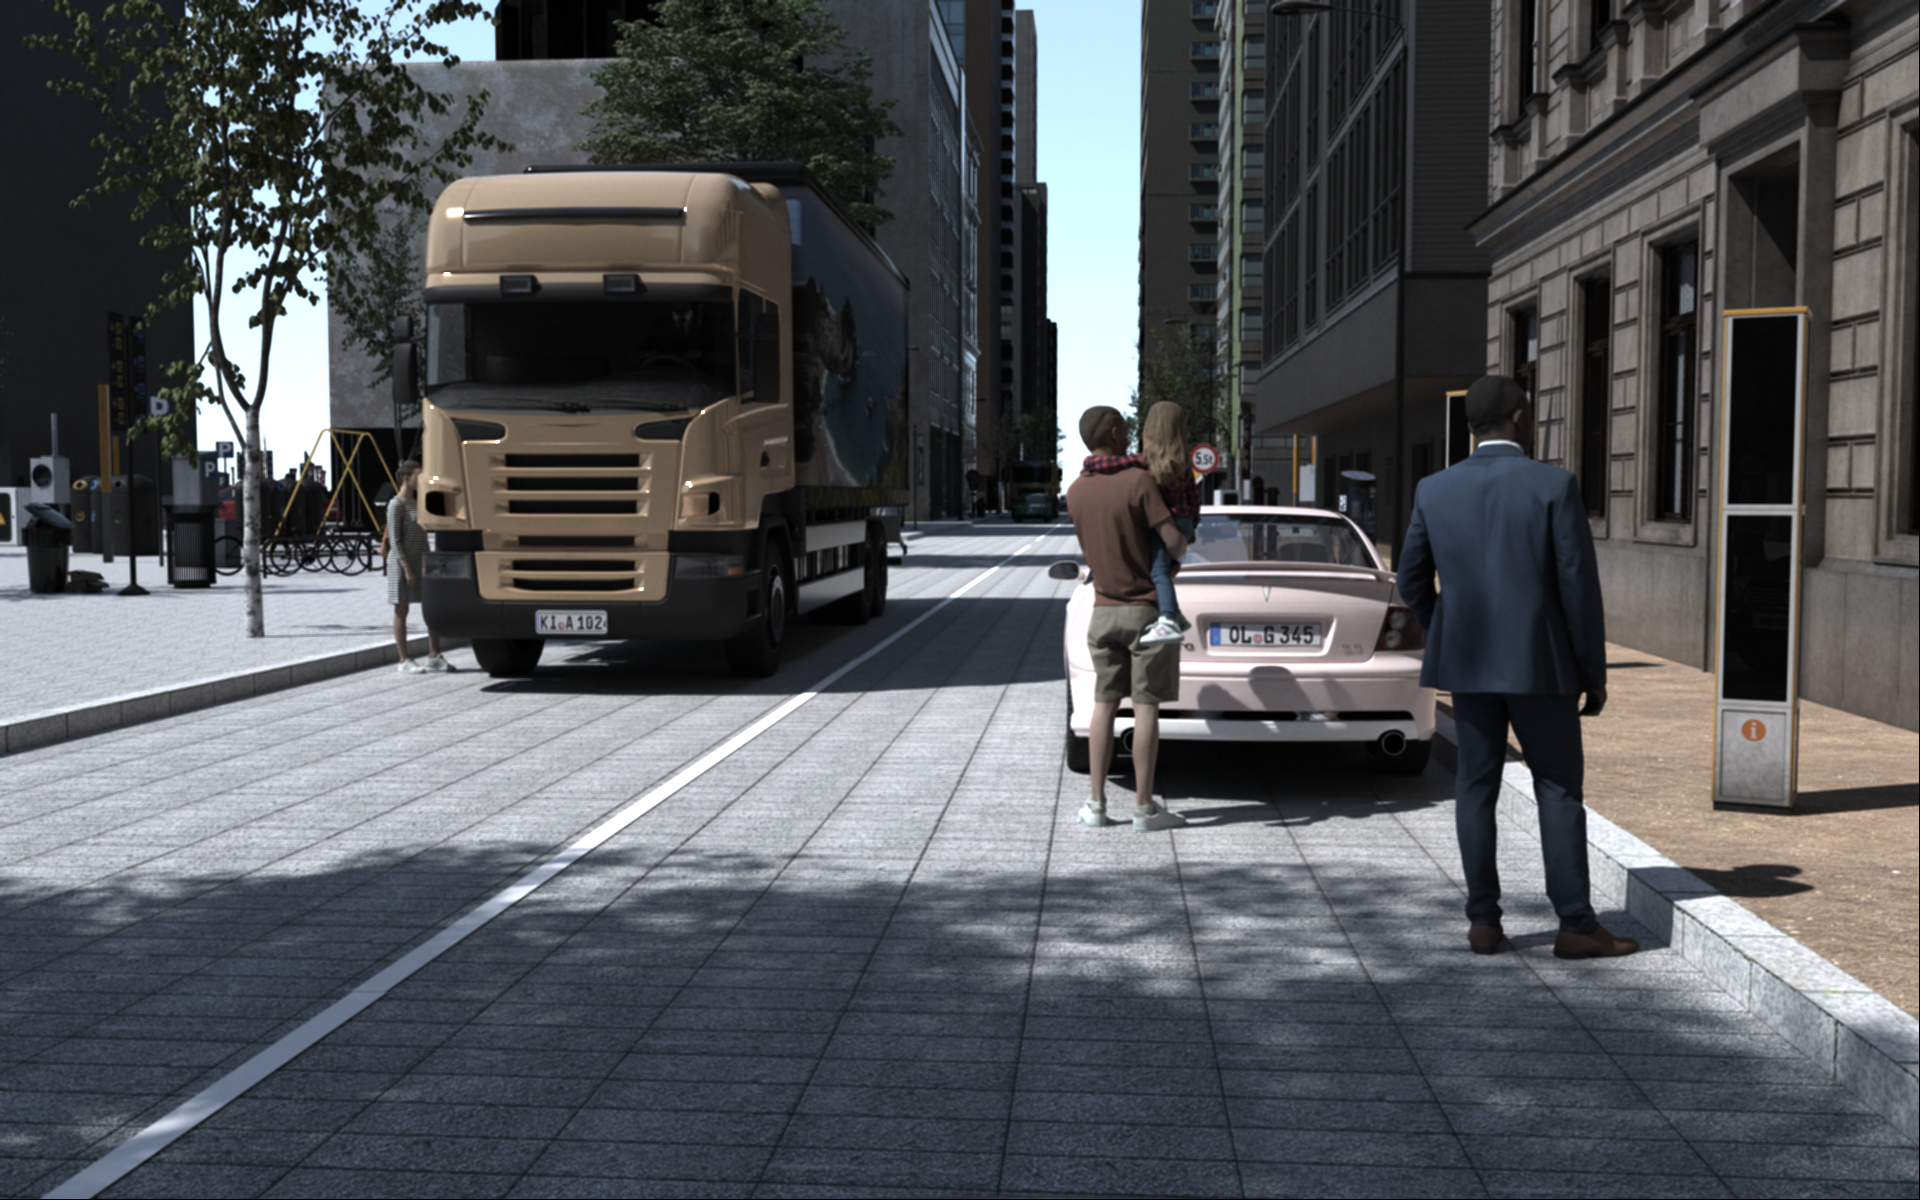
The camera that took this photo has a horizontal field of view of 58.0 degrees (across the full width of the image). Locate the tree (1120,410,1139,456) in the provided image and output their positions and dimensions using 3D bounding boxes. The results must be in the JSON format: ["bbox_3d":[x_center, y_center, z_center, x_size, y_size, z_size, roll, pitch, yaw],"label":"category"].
[{"bbox_3d":[21.373,-17.628,213.968,9.928,11.665,9.643,0,3,0],"label":"tree"}]

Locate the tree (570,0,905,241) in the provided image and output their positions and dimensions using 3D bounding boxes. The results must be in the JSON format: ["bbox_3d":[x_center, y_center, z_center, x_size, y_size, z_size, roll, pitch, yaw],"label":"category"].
[{"bbox_3d":[-4.597,-7.157,35.137,7.486,12.596,7.792,0,3,0],"label":"tree"}]

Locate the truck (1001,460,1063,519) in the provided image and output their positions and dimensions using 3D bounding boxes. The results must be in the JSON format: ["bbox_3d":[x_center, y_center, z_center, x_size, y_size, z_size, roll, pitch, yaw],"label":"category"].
[{"bbox_3d":[4.400,-6.458,101.514,3.469,3.379,9.791,0,4,5],"label":"truck"}]

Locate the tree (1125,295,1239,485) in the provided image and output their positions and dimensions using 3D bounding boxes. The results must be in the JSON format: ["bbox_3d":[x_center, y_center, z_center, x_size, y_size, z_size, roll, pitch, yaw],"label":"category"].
[{"bbox_3d":[8.321,-6.915,63.428,4.360,8.622,3.978,0,3,0],"label":"tree"}]

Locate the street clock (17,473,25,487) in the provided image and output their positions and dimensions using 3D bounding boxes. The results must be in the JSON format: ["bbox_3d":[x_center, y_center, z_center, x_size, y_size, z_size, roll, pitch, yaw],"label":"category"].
[{"bbox_3d":[-32.237,-3.359,59.490,0.358,2.002,0.471,-2,4,-28],"label":"street clock"}]

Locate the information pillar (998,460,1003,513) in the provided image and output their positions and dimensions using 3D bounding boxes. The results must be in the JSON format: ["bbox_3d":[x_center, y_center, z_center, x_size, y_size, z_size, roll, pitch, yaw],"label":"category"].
[{"bbox_3d":[2.774,-7.893,120.401,0.183,3.616,0.504,-2,4,-35],"label":"information pillar"}]

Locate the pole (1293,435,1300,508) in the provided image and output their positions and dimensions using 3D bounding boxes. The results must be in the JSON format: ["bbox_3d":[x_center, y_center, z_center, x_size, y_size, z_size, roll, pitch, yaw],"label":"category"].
[{"bbox_3d":[11.019,-3.846,56.728,0.158,3.312,0.155,0,3,0],"label":"pole"}]

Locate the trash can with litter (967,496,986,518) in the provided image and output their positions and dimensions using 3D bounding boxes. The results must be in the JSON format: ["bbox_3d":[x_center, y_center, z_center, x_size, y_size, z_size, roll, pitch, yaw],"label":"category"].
[{"bbox_3d":[0.902,-5.060,94.123,1.055,1.170,0.624,0,4,-2],"label":"trash can with litter"}]

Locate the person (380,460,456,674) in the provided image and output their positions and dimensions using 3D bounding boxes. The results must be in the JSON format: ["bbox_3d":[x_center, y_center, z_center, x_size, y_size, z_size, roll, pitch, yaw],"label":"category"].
[{"bbox_3d":[-4.394,-0.267,13.870,0.522,1.701,0.512,1,4,13],"label":"person"}]

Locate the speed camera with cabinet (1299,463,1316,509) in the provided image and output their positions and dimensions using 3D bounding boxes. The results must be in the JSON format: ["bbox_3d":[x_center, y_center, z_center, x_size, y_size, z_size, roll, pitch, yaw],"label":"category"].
[{"bbox_3d":[11.347,-3.667,54.291,0.660,3.252,2.038,3,4,38],"label":"speed camera with cabinet"}]

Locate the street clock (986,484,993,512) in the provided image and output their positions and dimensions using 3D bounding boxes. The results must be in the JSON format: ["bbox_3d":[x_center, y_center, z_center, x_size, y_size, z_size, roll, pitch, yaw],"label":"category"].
[{"bbox_3d":[2.122,-7.250,123.113,0.471,2.002,0.358,0,4,6],"label":"street clock"}]

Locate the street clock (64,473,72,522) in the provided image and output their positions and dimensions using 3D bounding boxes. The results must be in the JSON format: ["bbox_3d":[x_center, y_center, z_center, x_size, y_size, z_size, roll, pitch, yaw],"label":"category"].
[{"bbox_3d":[-30.212,-3.306,58.620,0.358,2.002,0.471,-3,5,-43],"label":"street clock"}]

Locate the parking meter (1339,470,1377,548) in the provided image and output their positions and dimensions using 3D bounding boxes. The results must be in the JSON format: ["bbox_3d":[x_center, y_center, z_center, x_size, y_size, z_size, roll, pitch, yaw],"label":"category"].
[{"bbox_3d":[4.087,-0.575,17.811,0.372,1.533,0.369,0,3,0],"label":"parking meter"}]

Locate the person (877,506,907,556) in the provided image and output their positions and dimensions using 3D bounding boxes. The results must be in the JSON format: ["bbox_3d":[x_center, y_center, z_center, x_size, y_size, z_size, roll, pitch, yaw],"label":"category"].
[{"bbox_3d":[-1.557,-1.914,39.675,0.818,1.842,0.514,3,5,42],"label":"person"}]

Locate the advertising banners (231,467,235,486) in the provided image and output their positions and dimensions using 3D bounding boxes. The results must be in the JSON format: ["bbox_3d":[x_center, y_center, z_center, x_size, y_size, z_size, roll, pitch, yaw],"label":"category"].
[{"bbox_3d":[-46.301,-7.026,111.061,0.090,3.025,2.074,0,4,0],"label":"advertising banners"}]

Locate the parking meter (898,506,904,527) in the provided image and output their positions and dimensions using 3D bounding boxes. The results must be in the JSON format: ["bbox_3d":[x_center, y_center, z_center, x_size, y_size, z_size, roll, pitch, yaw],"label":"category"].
[{"bbox_3d":[-2.335,-3.561,66.640,0.372,1.533,0.369,0,3,0],"label":"parking meter"}]

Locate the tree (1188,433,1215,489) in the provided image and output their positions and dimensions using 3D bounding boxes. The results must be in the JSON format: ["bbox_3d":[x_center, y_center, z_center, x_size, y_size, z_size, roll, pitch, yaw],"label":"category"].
[{"bbox_3d":[11.055,-6.155,84.354,4.285,4.588,4.351,0,3,0],"label":"tree"}]

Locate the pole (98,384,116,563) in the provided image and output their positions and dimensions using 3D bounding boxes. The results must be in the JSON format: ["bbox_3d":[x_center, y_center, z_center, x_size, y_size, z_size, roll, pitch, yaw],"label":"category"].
[{"bbox_3d":[-15.941,-2.354,32.329,0.158,3.312,0.155,0,3,0],"label":"pole"}]

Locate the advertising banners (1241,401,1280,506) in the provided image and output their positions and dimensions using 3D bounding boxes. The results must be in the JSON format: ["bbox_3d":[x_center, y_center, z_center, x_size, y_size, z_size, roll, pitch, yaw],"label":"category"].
[{"bbox_3d":[5.806,-2.287,33.574,0.090,3.025,2.074,2,4,31],"label":"advertising banners"}]

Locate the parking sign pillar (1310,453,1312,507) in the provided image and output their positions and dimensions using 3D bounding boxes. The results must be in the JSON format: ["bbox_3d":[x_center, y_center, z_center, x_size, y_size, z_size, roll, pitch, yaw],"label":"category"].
[{"bbox_3d":[16.625,-5.529,78.878,1.447,3.967,1.447,3,4,38],"label":"parking sign pillar"}]

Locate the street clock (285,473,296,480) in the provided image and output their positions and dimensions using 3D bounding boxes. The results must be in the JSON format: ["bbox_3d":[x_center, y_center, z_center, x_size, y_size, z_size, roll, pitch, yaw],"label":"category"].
[{"bbox_3d":[-23.316,-3.411,60.333,0.358,2.002,0.471,0,4,-3],"label":"street clock"}]

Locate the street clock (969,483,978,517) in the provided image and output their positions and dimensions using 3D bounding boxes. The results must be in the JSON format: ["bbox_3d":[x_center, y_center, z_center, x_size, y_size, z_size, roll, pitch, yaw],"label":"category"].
[{"bbox_3d":[0.744,-5.607,96.237,0.471,2.002,0.358,-1,4,-15],"label":"street clock"}]

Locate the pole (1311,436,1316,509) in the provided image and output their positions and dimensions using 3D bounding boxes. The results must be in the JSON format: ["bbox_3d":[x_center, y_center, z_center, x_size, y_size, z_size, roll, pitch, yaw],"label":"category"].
[{"bbox_3d":[12.530,-4.123,61.255,0.158,3.312,0.155,0,3,0],"label":"pole"}]

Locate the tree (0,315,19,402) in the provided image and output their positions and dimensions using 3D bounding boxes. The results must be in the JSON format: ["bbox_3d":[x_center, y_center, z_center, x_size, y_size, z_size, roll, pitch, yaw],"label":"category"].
[{"bbox_3d":[-27.459,-5.842,45.872,4.360,8.622,3.978,0,3,0],"label":"tree"}]

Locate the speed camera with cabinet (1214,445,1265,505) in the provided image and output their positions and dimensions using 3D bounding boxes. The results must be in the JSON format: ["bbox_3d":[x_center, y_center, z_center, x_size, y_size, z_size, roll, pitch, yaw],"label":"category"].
[{"bbox_3d":[11.269,-4.617,69.827,2.038,3.252,0.660,-1,4,-21],"label":"speed camera with cabinet"}]

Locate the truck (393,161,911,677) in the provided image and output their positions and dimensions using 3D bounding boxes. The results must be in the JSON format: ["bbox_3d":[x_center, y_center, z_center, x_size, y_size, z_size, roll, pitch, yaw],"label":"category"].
[{"bbox_3d":[-2.325,-1.719,17.012,2.839,4.237,11.283,0,4,5],"label":"truck"}]

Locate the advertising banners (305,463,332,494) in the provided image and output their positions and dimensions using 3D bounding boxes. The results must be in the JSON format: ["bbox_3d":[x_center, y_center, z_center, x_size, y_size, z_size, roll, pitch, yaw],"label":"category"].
[{"bbox_3d":[-35.644,-6.174,97.129,2.074,3.025,0.090,-2,4,-35],"label":"advertising banners"}]

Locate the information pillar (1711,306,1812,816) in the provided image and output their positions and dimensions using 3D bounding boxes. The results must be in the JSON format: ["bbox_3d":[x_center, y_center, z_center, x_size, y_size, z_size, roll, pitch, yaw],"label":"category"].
[{"bbox_3d":[3.248,-0.155,7.021,0.304,2.012,0.304,2,4,29],"label":"information pillar"}]

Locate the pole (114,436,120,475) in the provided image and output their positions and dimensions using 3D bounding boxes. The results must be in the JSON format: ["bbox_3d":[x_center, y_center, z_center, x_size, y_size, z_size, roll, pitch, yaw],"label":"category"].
[{"bbox_3d":[-29.698,-4.107,60.998,0.158,3.312,0.155,0,3,0],"label":"pole"}]

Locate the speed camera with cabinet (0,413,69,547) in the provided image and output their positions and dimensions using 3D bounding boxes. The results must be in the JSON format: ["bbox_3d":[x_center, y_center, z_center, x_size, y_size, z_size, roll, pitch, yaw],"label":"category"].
[{"bbox_3d":[-22.861,-2.941,42.417,2.038,3.252,0.660,1,4,14],"label":"speed camera with cabinet"}]

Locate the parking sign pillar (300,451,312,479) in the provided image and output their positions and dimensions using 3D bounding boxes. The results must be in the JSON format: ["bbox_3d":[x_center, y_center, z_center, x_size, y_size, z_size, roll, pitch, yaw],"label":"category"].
[{"bbox_3d":[-40.606,-7.289,107.649,1.447,3.967,1.447,-3,4,-36],"label":"parking sign pillar"}]

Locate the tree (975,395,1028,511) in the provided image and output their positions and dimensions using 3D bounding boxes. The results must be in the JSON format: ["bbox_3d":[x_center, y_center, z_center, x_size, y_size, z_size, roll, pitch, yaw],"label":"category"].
[{"bbox_3d":[2.975,-10.870,128.093,4.360,8.622,3.978,0,3,0],"label":"tree"}]

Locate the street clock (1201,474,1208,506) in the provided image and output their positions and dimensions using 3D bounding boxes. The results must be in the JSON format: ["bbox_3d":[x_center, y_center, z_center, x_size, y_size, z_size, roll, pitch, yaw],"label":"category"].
[{"bbox_3d":[8.197,-3.247,57.655,0.358,2.002,0.471,0,4,-3],"label":"street clock"}]

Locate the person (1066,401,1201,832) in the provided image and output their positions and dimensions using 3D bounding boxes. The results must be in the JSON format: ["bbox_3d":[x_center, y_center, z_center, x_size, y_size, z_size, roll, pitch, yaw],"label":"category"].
[{"bbox_3d":[0.767,0.061,7.470,0.580,1.828,0.573,0,4,-7],"label":"person"}]

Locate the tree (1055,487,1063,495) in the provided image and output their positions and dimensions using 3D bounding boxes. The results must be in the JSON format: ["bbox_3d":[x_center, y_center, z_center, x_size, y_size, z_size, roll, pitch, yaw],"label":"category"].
[{"bbox_3d":[14.644,-16.288,260.910,1.663,3.219,1.824,0,3,0],"label":"tree"}]

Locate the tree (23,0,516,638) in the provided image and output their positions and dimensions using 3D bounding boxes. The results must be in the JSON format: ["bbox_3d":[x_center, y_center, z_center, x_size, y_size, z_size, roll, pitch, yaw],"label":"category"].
[{"bbox_3d":[-6.278,-3.984,15.502,4.737,8.622,4.395,0,3,0],"label":"tree"}]

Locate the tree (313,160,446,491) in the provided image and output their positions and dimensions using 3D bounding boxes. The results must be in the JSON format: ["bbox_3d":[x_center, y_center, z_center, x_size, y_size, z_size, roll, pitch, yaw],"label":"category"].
[{"bbox_3d":[-12.108,-5.372,38.187,4.360,8.622,3.978,0,3,0],"label":"tree"}]

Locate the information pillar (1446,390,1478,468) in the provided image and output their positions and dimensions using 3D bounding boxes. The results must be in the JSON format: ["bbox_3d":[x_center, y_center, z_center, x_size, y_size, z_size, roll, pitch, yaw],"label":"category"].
[{"bbox_3d":[3.689,-0.485,12.420,0.304,2.012,0.304,-2,4,-23],"label":"information pillar"}]

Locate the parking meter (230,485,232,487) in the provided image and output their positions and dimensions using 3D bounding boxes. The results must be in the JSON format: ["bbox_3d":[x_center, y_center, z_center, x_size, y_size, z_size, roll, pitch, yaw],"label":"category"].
[{"bbox_3d":[-48.442,-6.672,114.798,0.399,1.863,0.255,1,4,22],"label":"parking meter"}]

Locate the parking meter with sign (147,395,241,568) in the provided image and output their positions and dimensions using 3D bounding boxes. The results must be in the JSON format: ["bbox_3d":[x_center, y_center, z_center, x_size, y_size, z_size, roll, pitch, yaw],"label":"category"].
[{"bbox_3d":[-13.376,-2.081,30.289,1.738,3.016,0.543,1,4,22],"label":"parking meter with sign"}]

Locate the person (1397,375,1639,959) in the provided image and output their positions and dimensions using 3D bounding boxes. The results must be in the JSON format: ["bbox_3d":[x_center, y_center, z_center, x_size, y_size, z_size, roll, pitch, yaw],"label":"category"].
[{"bbox_3d":[1.730,0.201,5.404,0.721,1.800,0.419,2,4,29],"label":"person"}]

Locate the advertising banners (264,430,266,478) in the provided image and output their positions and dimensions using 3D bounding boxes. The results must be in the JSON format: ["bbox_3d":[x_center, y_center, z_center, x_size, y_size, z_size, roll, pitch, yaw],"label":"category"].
[{"bbox_3d":[-19.129,-3.154,47.757,0.090,3.025,2.074,-1,4,-20],"label":"advertising banners"}]

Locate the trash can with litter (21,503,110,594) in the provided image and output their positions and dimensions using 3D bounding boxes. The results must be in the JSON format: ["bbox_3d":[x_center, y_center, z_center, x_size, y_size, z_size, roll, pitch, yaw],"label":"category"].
[{"bbox_3d":[-11.617,-0.682,22.537,1.055,1.170,0.624,0,4,7],"label":"trash can with litter"}]

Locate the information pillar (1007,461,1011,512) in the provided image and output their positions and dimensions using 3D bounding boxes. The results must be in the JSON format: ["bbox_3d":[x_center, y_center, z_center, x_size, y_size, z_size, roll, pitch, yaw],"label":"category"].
[{"bbox_3d":[3.429,-7.953,121.387,0.183,3.616,0.504,2,4,26],"label":"information pillar"}]

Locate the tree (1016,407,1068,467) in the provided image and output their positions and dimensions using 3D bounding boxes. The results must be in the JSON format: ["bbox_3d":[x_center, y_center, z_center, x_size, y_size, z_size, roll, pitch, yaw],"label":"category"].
[{"bbox_3d":[8.978,-17.125,205.753,9.928,11.665,9.643,0,3,0],"label":"tree"}]

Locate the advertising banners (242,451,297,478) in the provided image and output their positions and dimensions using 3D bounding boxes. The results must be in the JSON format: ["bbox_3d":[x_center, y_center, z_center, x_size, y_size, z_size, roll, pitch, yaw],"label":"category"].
[{"bbox_3d":[-26.558,-4.317,66.776,2.074,3.025,0.090,-1,4,-11],"label":"advertising banners"}]

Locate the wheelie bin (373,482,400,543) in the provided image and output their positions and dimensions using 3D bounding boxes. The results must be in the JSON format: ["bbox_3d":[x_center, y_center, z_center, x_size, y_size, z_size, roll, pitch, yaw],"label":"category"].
[{"bbox_3d":[-14.931,-2.295,45.429,0.980,1.594,0.693,3,4,37],"label":"wheelie bin"}]

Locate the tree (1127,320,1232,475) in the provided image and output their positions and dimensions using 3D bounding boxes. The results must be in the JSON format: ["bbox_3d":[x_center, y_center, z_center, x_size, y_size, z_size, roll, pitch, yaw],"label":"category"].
[{"bbox_3d":[9.047,-7.532,73.513,4.737,8.622,4.395,0,3,0],"label":"tree"}]
